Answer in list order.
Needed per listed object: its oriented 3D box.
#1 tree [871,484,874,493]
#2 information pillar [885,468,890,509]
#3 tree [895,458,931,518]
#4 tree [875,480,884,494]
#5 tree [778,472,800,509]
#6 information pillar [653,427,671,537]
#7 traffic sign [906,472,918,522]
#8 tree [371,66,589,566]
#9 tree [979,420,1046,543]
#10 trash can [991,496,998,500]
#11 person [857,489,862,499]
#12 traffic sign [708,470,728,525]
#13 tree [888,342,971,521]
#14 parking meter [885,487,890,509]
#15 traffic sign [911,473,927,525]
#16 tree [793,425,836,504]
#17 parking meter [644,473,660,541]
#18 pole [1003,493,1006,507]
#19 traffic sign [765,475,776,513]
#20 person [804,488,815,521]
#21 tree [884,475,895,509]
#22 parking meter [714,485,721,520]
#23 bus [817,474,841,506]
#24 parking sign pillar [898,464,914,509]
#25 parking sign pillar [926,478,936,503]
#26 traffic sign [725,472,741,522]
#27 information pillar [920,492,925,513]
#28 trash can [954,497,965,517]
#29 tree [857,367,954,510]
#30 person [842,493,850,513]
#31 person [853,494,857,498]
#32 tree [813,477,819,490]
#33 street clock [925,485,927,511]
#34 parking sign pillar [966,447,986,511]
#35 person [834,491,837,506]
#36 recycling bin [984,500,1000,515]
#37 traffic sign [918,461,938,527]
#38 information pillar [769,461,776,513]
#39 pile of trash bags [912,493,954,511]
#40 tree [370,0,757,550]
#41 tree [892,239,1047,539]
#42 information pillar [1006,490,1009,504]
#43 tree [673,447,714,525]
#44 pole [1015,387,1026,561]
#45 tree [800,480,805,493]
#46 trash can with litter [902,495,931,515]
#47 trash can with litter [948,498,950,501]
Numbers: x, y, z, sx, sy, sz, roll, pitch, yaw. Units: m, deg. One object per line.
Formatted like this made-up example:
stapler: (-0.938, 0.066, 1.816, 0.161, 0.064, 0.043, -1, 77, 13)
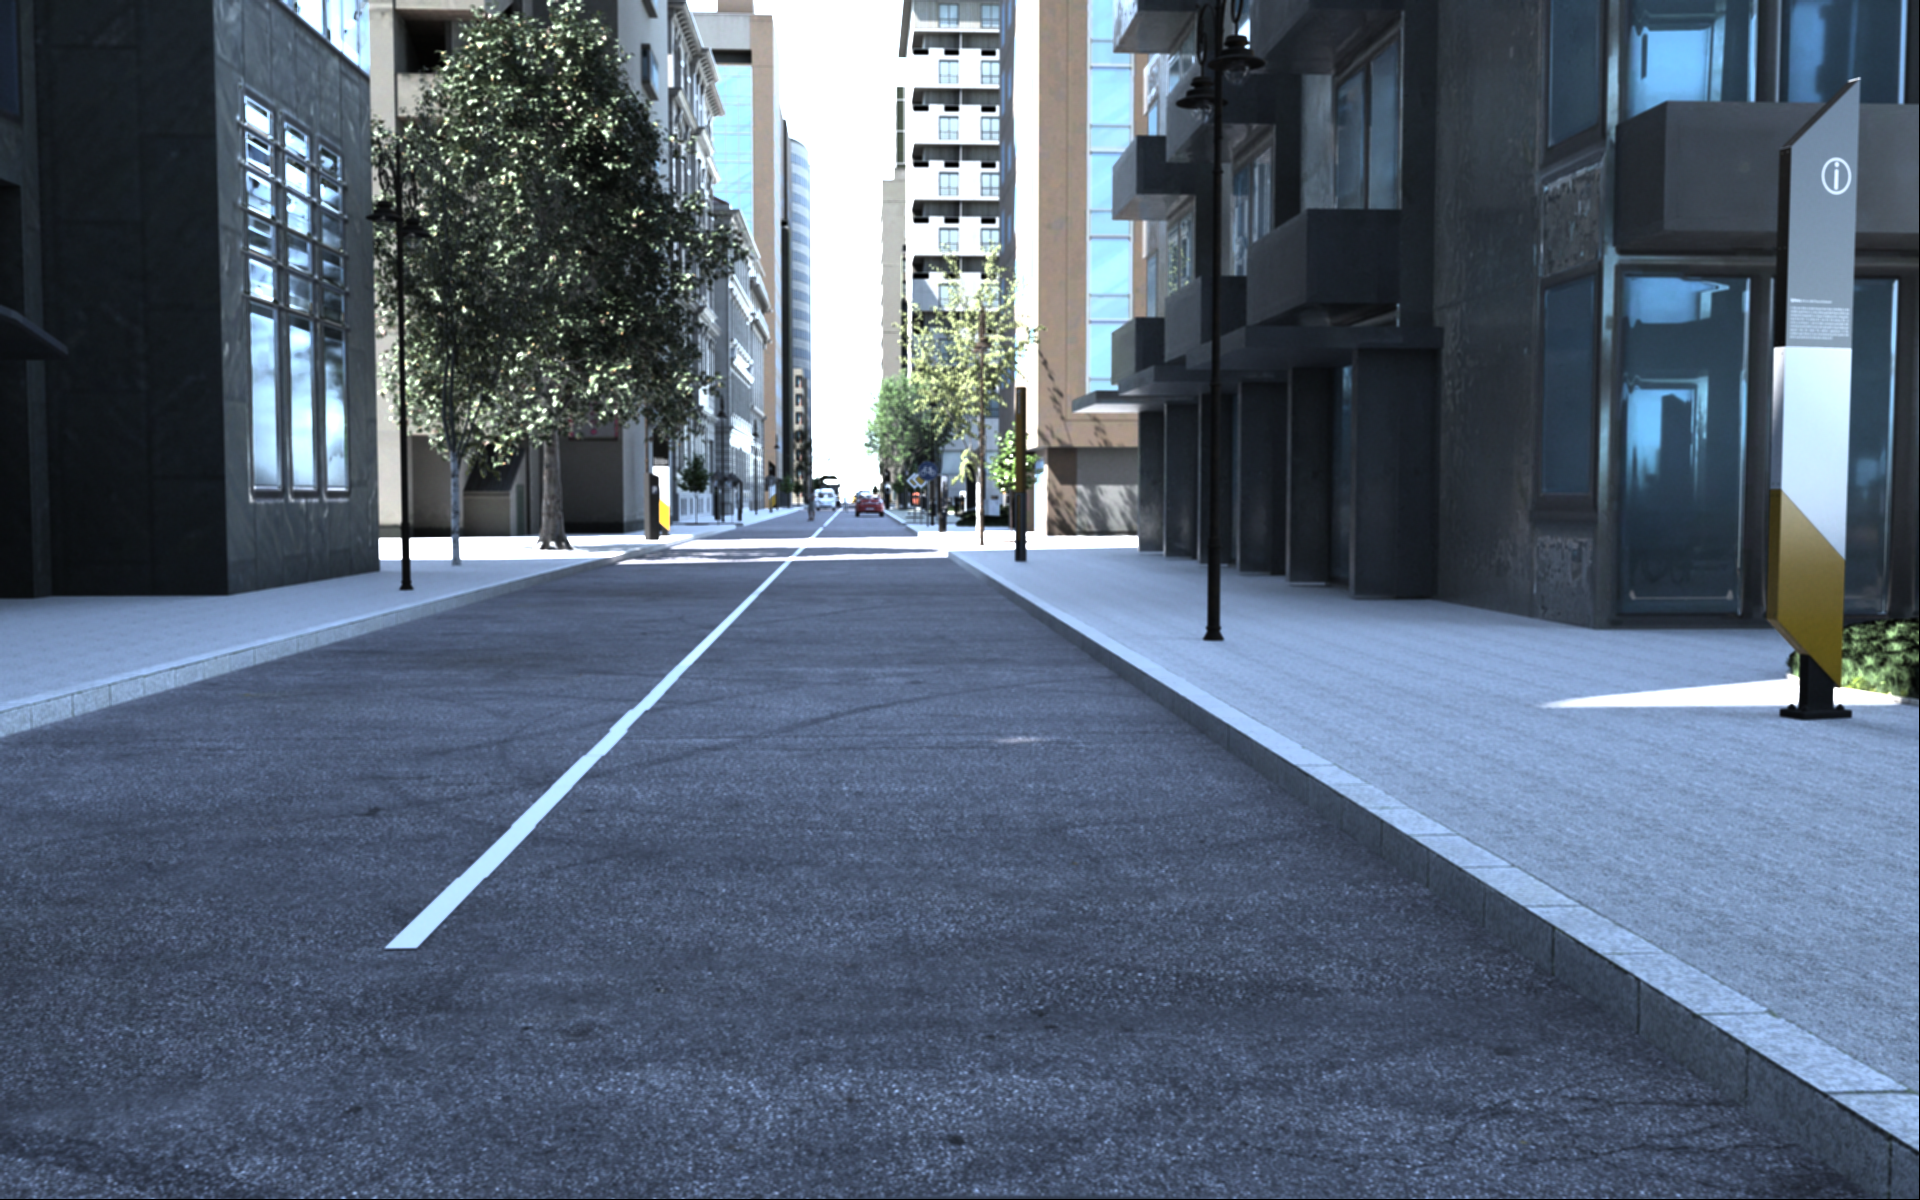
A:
tree: (-14.936, -18.990, 305.089, 1.663, 3.219, 1.824, 0, 3, 0)
information pillar: (-6.424, -9.918, 153.518, 0.504, 3.616, 0.183, -1, 4, -10)
tree: (-2.396, -6.027, 93.136, 1.663, 3.219, 1.824, 0, 3, 0)
tree: (-8.343, -12.624, 201.001, 1.663, 3.219, 1.824, 0, 3, 0)
tree: (-15.347, -9.678, 152.828, 1.663, 3.219, 1.824, 0, 3, 0)
information pillar: (-9.013, -3.728, 52.305, 0.504, 3.616, 0.183, -1, 4, -10)
traffic sign: (-2.082, -4.626, 79.277, 0.795, 2.450, 0.064, 0, 4, -3)
tree: (-8.820, -4.927, 30.923, 4.360, 8.622, 3.978, 0, 3, 0)
tree: (1.382, -3.115, 45.525, 1.663, 3.219, 1.824, 0, 3, 0)
trash can: (3.101, -8.734, 154.454, 0.748, 1.137, 0.748, 0, 3, 0)
person: (-8.573, -8.592, 148.841, 0.638, 1.841, 0.748, -2, 4, -24)
traffic sign: (-9.885, -4.110, 70.833, 0.795, 2.450, 0.064, 0, 4, -3)
tree: (-1.200, -8.124, 83.191, 4.360, 8.622, 3.978, 0, 3, 0)
parking meter: (-6.190, -8.675, 147.548, 0.399, 1.863, 0.255, 0, 4, 2)
traffic sign: (-1.605, -4.138, 71.307, 0.795, 2.450, 0.064, 0, 4, -3)
tree: (-20.709, -18.150, 231.170, 8.767, 10.594, 7.601, -1, 4, -11)
parking meter: (-8.490, -2.572, 47.756, 0.255, 1.863, 0.399, 3, 4, 39)
pole: (3.033, -7.593, 117.986, 0.158, 3.312, 0.155, 0, 3, 0)
traffic sign: (-12.699, -7.095, 116.113, 0.768, 2.556, 0.104, 0, 4, 0)
person: (-8.054, -5.130, 92.727, 0.532, 1.782, 0.716, -2, 4, -33)
tree: (-5.179, -9.510, 150.083, 1.663, 3.219, 1.824, 0, 3, 0)
parking meter: (-12.005, -4.901, 85.840, 0.255, 1.863, 0.399, 1, 4, 8)
bus: (-16.534, -13.988, 220.252, 2.896, 3.916, 12.252, 0, 4, -2)
parking sign pillar: (-4.485, -9.652, 146.287, 1.447, 3.967, 1.447, 0, 4, 6)
parking sign pillar: (-2.725, -10.051, 152.801, 1.447, 3.967, 1.447, 0, 4, 2)
traffic sign: (-10.363, -4.597, 78.804, 0.795, 2.450, 0.064, 0, 4, -3)
information pillar: (-2.500, -6.846, 116.421, 0.304, 2.012, 0.304, 0, 4, -5)
trash can: (-0.016, -5.341, 98.973, 0.748, 1.137, 0.748, 0, 3, 0)
tree: (-4.282, -13.111, 140.124, 9.928, 11.665, 9.643, 0, 3, 0)
person: (-8.627, -7.331, 130.962, 0.523, 1.515, 0.503, 1, 4, 22)
person: (-13.485, -13.497, 229.200, 1.348, 1.821, 0.705, 1, 4, 11)
tree: (-25.688, -20.061, 311.710, 4.285, 4.588, 4.351, 0, 3, 0)
street clock: (-2.597, -7.642, 129.523, 0.358, 2.002, 0.471, -1, 4, -16)
parking sign pillar: (0.885, -6.620, 96.715, 1.447, 3.967, 1.447, -2, 4, -35)
person: (-15.159, -12.438, 211.496, 0.705, 1.869, 1.348, 0, 4, -5)
recycling bin: (1.356, -4.126, 80.016, 0.722, 1.027, 0.722, -3, 4, -36)
traffic sign: (-1.245, -4.090, 66.983, 0.768, 2.556, 0.104, 0, 3, 0)
information pillar: (-13.055, -7.887, 120.300, 0.504, 3.616, 0.183, -1, 4, -9)
pile of trash bags: (-1.956, -7.462, 131.748, 3.447, 1.369, 1.912, 1, 4, 11)
tree: (-9.465, -7.502, 39.671, 9.611, 12.733, 9.660, 0, 3, 0)
tree: (0.298, -6.060, 49.439, 4.737, 8.622, 4.395, 0, 3, 0)
information pillar: (4.017, -8.567, 144.561, 0.304, 2.012, 0.304, 1, 4, 18)
tree: (-10.992, -4.742, 72.140, 1.663, 3.219, 1.824, 0, 3, 0)
pole: (1.159, -2.394, 32.991, 0.158, 3.312, 0.155, 0, 3, 0)
tree: (-17.547, -11.675, 185.480, 1.663, 3.219, 1.824, 0, 3, 0)
trash can with litter: (-2.543, -5.950, 108.333, 2.233, 1.210, 1.678, -1, 4, -9)
trash can with litter: (-1.138, -6.487, 117.448, 0.624, 1.170, 1.055, 1, 4, 22)
